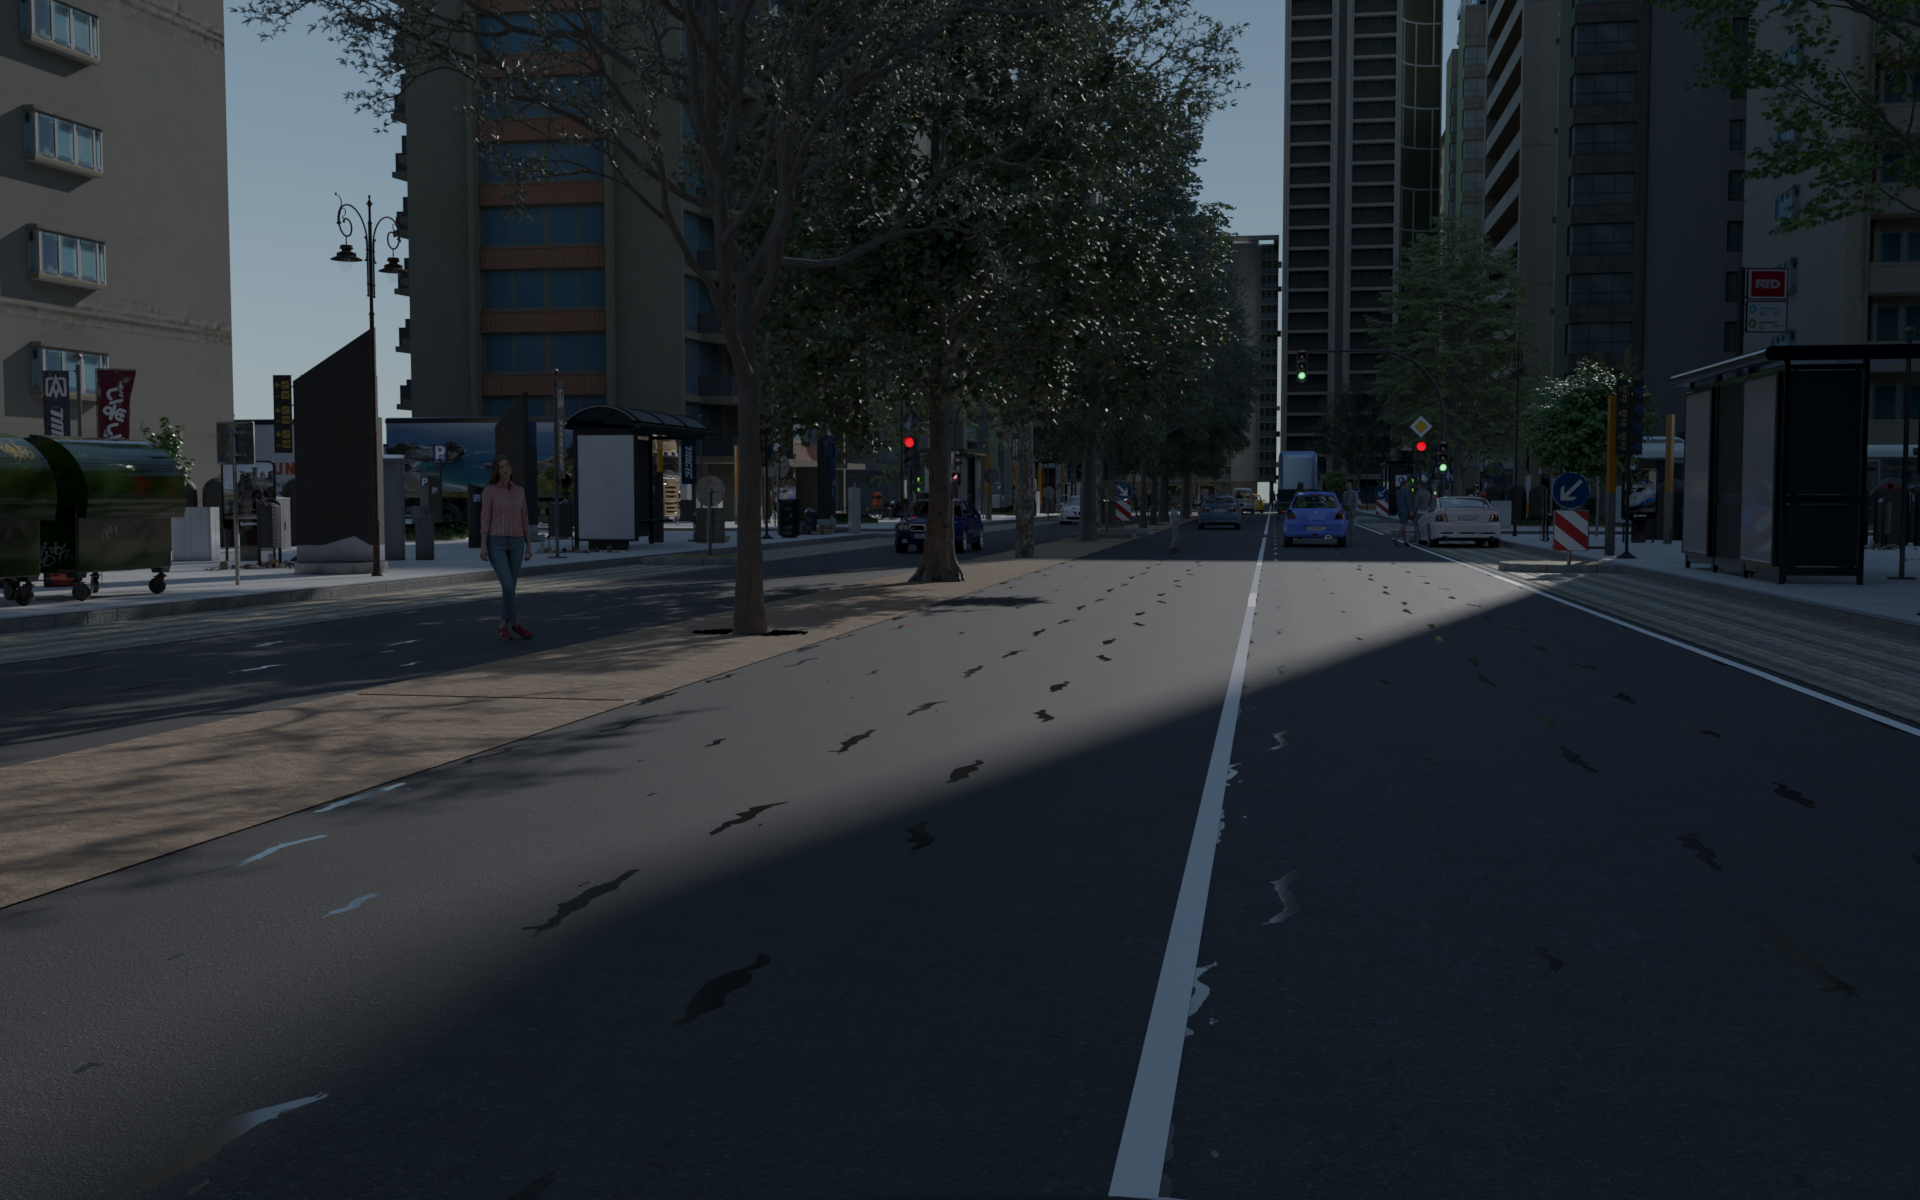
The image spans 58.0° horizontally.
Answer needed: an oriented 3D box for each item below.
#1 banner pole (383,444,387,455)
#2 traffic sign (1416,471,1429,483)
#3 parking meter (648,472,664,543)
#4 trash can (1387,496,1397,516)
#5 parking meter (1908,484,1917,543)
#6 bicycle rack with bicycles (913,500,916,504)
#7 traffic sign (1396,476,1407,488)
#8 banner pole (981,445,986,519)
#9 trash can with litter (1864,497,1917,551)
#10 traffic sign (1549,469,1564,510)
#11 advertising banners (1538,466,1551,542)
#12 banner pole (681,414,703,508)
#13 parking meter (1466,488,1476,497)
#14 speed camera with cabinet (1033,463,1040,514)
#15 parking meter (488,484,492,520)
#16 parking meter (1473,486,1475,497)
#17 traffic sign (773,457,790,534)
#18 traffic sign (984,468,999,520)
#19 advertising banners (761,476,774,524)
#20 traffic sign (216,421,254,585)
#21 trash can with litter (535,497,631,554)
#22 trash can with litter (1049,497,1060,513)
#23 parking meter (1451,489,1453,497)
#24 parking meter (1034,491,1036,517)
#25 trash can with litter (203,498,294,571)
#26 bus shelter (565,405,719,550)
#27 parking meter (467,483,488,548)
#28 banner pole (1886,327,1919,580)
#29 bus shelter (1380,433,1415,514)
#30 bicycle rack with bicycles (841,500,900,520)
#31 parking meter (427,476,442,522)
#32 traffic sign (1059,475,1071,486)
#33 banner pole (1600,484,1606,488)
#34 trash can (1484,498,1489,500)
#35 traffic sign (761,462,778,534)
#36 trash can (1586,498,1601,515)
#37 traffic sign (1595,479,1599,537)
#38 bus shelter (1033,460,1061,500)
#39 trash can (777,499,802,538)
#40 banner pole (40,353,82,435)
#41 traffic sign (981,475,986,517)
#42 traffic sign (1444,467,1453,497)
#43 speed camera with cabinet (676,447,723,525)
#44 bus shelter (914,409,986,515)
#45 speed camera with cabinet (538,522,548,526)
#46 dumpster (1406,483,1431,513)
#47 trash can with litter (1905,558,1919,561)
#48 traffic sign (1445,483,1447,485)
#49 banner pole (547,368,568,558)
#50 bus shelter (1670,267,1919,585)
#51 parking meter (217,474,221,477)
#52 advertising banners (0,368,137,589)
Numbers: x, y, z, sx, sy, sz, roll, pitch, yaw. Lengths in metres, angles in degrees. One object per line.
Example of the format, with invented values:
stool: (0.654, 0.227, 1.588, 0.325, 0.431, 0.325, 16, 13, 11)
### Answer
banner pole: (-25.163, -5.248, 75.821, 0.863, 3.779, 0.401, 0, 4, 1)
traffic sign: (25.495, -5.847, 95.709, 0.768, 2.556, 0.104, 1, 4, 14)
parking meter: (-8.058, -2.454, 45.828, 0.399, 1.863, 0.255, 3, 4, 36)
trash can: (25.455, -5.528, 102.039, 0.748, 1.137, 0.748, 0, 3, 0)
parking meter: (24.996, -2.279, 45.669, 0.372, 1.533, 0.369, 0, 3, 0)
bicycle rack with bicycles: (-2.813, -5.288, 99.849, 2.852, 0.926, 2.925, -2, 4, -26)
traffic sign: (23.884, -5.606, 93.782, 0.606, 2.300, 0.079, 1, 4, 14)
banner pole: (1.225, -6.078, 89.389, 0.401, 3.779, 0.863, 0, 4, 5)
trash can with litter: (21.301, -1.785, 40.244, 1.678, 1.210, 2.233, 3, 4, 37)
traffic sign: (16.836, -2.959, 48.375, 0.884, 2.594, 0.081, 1, 4, 11)
advertising banners: (15.968, -3.130, 47.371, 0.090, 3.025, 2.074, 1, 4, 11)
banner pole: (-8.363, -3.940, 54.435, 0.863, 3.779, 0.401, -1, 4, -18)
parking meter: (23.304, -4.326, 79.135, 0.372, 1.533, 0.369, 0, 3, 0)
speed camera with cabinet: (4.616, -7.085, 110.173, 0.660, 3.252, 2.038, 1, 4, 12)
parking meter: (-11.654, -2.129, 43.219, 0.372, 1.533, 0.369, 0, 3, 0)
parking meter: (33.439, -6.520, 112.320, 0.255, 1.863, 0.399, -2, 4, -32)
traffic sign: (-5.775, -3.358, 55.015, 0.768, 2.556, 0.104, 1, 4, 15)
traffic sign: (1.540, -5.229, 85.597, 0.768, 2.556, 0.104, 1, 4, 15)
advertising banners: (-8.302, -4.755, 73.936, 0.090, 3.025, 2.074, 1, 4, 12)
traffic sign: (-10.202, -1.362, 24.399, 0.606, 2.300, 0.079, 1, 4, 15)
trash can with litter: (-8.328, -1.637, 37.818, 2.233, 1.210, 1.678, -1, 4, -11)
trash can with litter: (6.314, -6.325, 114.808, 1.055, 1.170, 0.624, -2, 4, -24)
parking meter: (24.588, -4.748, 86.033, 0.372, 1.533, 0.369, 0, 3, 0)
parking meter: (4.186, -5.549, 99.143, 0.372, 1.533, 0.369, 0, 3, 0)
trash can with litter: (-12.307, -1.155, 29.934, 1.678, 1.210, 2.233, 1, 4, 20)
bus shelter: (-7.662, -2.937, 41.944, 2.014, 3.302, 5.546, 1, 4, 10)
parking meter: (-11.536, -2.010, 41.274, 0.372, 1.533, 0.369, 0, 3, 0)
banner pole: (14.427, -2.198, 25.961, 0.863, 3.779, 0.401, 1, 4, 11)
bus shelter: (28.357, -8.220, 112.028, 2.179, 5.291, 8.768, 1, 4, 10)
bicycle rack with bicycles: (-4.522, -4.494, 86.866, 2.925, 0.926, 2.852, 0, 4, 1)
parking meter: (-16.738, -3.026, 55.187, 0.399, 1.863, 0.255, -2, 4, -26)
traffic sign: (7.227, -7.318, 119.647, 0.884, 2.594, 0.081, 1, 4, 17)
banner pole: (30.072, -5.523, 80.324, 0.401, 3.779, 0.863, -3, 4, -38)
trash can: (19.693, -3.309, 65.752, 0.748, 1.137, 0.748, 0, 3, 0)
traffic sign: (-5.912, -3.219, 52.736, 0.768, 2.556, 0.104, 1, 4, 17)
trash can: (25.770, -3.608, 70.649, 0.748, 1.137, 0.748, 0, 3, 0)
traffic sign: (19.194, -3.182, 52.133, 0.768, 2.556, 0.104, 1, 4, 18)
bus shelter: (5.754, -7.861, 119.813, 1.731, 3.624, 6.357, 1, 4, 10)
trash can: (-4.989, -2.386, 50.660, 0.748, 1.137, 0.748, 0, 3, 0)
banner pole: (-15.908, -2.499, 30.874, 0.863, 3.779, 0.401, 0, 4, -3)
traffic sign: (1.417, -5.697, 95.269, 0.606, 2.300, 0.079, 1, 4, 11)
traffic sign: (23.435, -5.061, 82.860, 0.768, 2.556, 0.104, 1, 4, 13)
speed camera with cabinet: (-10.975, -4.772, 72.362, 2.038, 3.252, 0.660, 1, 4, 12)
bus shelter: (-0.573, -6.304, 80.705, 2.179, 5.291, 8.768, 1, 4, 10)
speed camera with cabinet: (-15.692, -4.547, 68.675, 2.038, 3.252, 0.660, 1, 4, 13)
dumpster: (23.209, -5.007, 87.628, 1.264, 1.857, 1.865, 1, 4, 10)
trash can with litter: (19.280, -1.360, 33.288, 2.233, 1.210, 1.678, 1, 4, 16)
traffic sign: (27.428, -6.013, 98.421, 0.768, 2.556, 0.104, 1, 4, 11)
banner pole: (-7.961, -2.715, 34.414, 0.401, 3.779, 0.863, -2, 4, -29)
bus shelter: (13.167, -3.110, 28.487, 2.179, 5.291, 8.768, 1, 4, 10)
parking meter: (-21.704, -2.768, 50.974, 0.255, 1.863, 0.399, -1, 4, -8)
advertising banners: (-12.396, -1.688, 23.787, 2.074, 3.025, 0.090, -3, 4, -36)
